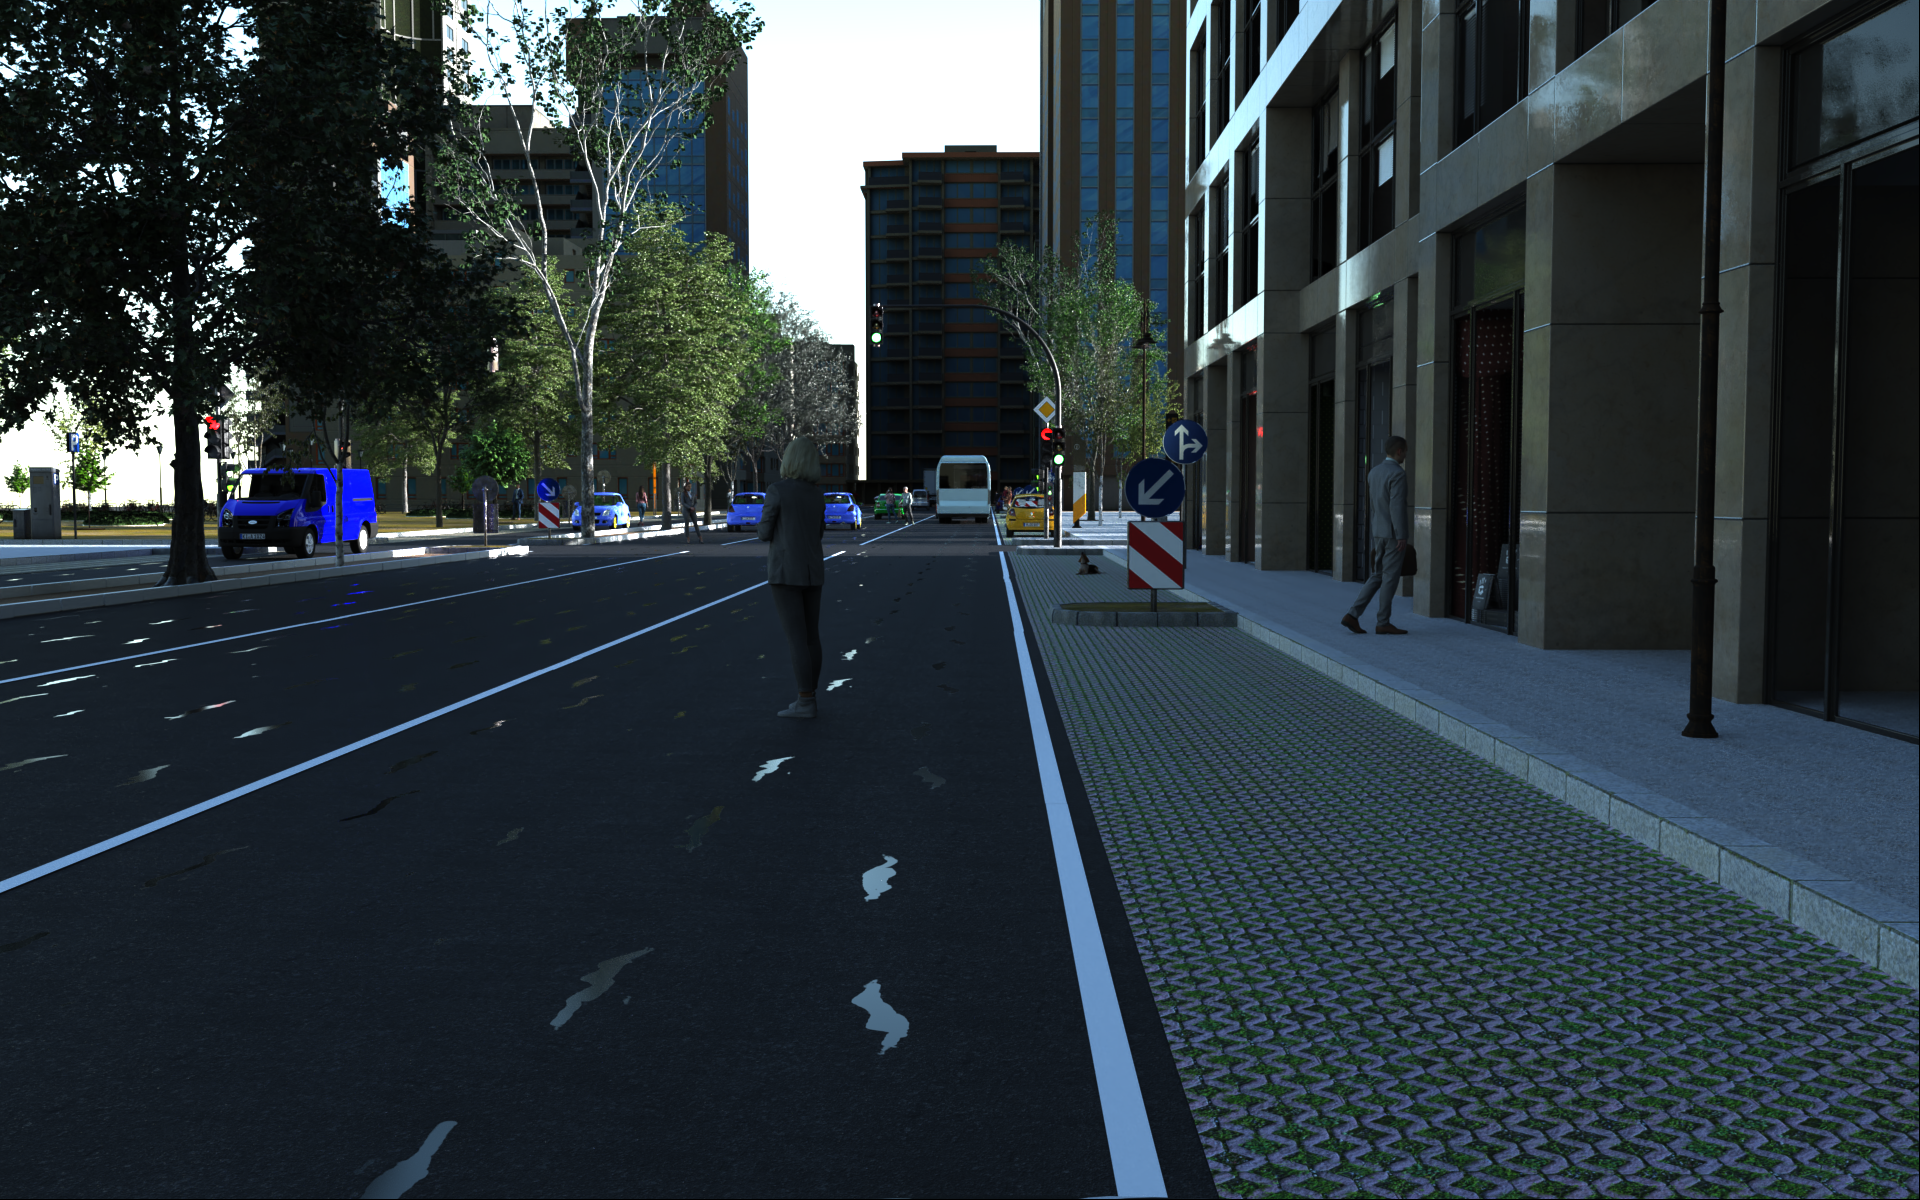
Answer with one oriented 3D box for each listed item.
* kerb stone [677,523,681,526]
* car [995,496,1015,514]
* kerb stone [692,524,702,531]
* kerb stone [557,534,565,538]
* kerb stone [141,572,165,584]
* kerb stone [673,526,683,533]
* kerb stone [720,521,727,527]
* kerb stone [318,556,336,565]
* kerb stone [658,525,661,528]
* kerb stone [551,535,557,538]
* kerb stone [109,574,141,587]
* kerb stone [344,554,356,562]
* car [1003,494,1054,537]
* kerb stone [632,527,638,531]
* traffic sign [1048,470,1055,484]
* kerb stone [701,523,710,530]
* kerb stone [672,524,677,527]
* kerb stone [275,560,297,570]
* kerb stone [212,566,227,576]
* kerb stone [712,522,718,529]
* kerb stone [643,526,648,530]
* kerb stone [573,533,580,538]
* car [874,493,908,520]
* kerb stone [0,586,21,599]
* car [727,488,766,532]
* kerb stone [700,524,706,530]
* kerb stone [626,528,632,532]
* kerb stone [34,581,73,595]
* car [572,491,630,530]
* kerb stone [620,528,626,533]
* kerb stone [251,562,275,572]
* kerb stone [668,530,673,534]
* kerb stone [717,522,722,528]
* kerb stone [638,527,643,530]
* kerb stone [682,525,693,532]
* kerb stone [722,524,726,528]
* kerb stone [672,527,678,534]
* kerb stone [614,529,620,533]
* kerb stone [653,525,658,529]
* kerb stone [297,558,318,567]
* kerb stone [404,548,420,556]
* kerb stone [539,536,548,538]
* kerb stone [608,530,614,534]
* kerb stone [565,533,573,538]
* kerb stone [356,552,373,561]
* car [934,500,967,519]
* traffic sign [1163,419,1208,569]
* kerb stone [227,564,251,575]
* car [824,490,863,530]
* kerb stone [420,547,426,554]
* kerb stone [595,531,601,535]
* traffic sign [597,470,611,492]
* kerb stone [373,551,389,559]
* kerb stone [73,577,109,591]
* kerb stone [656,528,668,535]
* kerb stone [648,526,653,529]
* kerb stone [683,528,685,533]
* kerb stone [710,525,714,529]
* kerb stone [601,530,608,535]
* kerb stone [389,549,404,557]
[{"bbox_3d":[-12.270,-3.206,74.620,0.120,0.150,1.000,0,4,1],"label":"kerb stone"},{"bbox_3d":[3.527,-7.054,127.919,1.945,1.354,3.894,0,4,1],"label":"car"},{"bbox_3d":[-10.295,-2.763,67.411,0.120,0.150,1.000,0,4,1],"label":"kerb stone"},{"bbox_3d":[-12.610,-1.952,54.114,0.120,0.150,1.000,0,4,1],"label":"kerb stone"},{"bbox_3d":[-13.035,-0.350,27.914,0.120,0.150,1.000,0,4,1],"label":"kerb stone"},{"bbox_3d":[-10.355,-2.514,63.307,0.120,0.150,1.000,0,4,1],"label":"kerb stone"},{"bbox_3d":[-10.178,-3.204,74.586,0.120,0.150,1.000,0,4,1],"label":"kerb stone"},{"bbox_3d":[-12.917,-0.788,35.088,0.120,0.150,1.000,0,4,1],"label":"kerb stone"},{"bbox_3d":[-12.341,-2.955,70.507,0.120,0.150,1.000,0,4,1],"label":"kerb stone"},{"bbox_3d":[-12.627,-1.887,53.092,0.120,0.150,1.000,0,4,1],"label":"kerb stone"},{"bbox_3d":[-13.056,-0.285,26.892,0.120,0.150,1.000,0,4,1],"label":"kerb stone"},{"bbox_3d":[-12.902,-0.852,36.121,0.120,0.150,1.000,0,4,1],"label":"kerb stone"},{"bbox_3d":[2.425,-2.938,58.257,2.015,1.641,3.980,0,4,3],"label":"car"},{"bbox_3d":[-12.428,-2.639,65.381,0.120,0.150,1.000,0,4,1],"label":"kerb stone"},{"bbox_3d":[4.889,-5.634,92.225,0.768,2.556,0.104,0,4,6],"label":"traffic sign"},{"bbox_3d":[-10.262,-2.892,69.472,0.120,0.150,1.000,0,4,1],"label":"kerb stone"},{"bbox_3d":[-12.295,-3.144,73.597,0.120,0.150,1.000,0,4,1],"label":"kerb stone"},{"bbox_3d":[-12.951,-0.663,33.030,0.120,0.150,1.000,0,4,1],"label":"kerb stone"},{"bbox_3d":[-13.013,-0.475,29.958,0.120,0.150,1.000,0,4,1],"label":"kerb stone"},{"bbox_3d":[-10.228,-3.017,71.519,0.120,0.150,1.000,0,4,1],"label":"kerb stone"},{"bbox_3d":[-12.390,-2.765,67.437,0.120,0.150,1.000,0,4,1],"label":"kerb stone"},{"bbox_3d":[-12.582,-2.078,56.168,0.120,0.150,1.000,0,4,1],"label":"kerb stone"},{"bbox_3d":[-3.912,-5.498,98.691,1.959,1.807,4.718,0,4,0],"label":"car"},{"bbox_3d":[-13.103,-0.099,23.812,0.120,0.150,1.000,0,4,1],"label":"kerb stone"},{"bbox_3d":[-7.949,-3.487,66.601,1.945,1.707,3.694,0,4,-1],"label":"car"},{"bbox_3d":[-10.275,-2.829,68.442,0.120,0.150,1.000,0,4,1],"label":"kerb stone"},{"bbox_3d":[-12.443,-2.579,64.354,0.120,0.150,1.000,0,4,1],"label":"kerb stone"},{"bbox_3d":[-13.087,-0.162,24.843,0.120,0.150,1.000,0,4,1],"label":"kerb stone"},{"bbox_3d":[-14.439,-3.673,69.642,1.945,1.707,3.694,0,4,1],"label":"car"},{"bbox_3d":[-12.458,-2.512,63.327,0.120,0.150,1.000,0,4,1],"label":"kerb stone"},{"bbox_3d":[-12.975,-0.596,32.004,0.120,0.150,1.000,0,4,1],"label":"kerb stone"},{"bbox_3d":[-10.395,-2.388,61.247,0.120,0.150,1.000,0,4,1],"label":"kerb stone"},{"bbox_3d":[-10.208,-3.079,72.542,0.120,0.150,1.000,0,4,1],"label":"kerb stone"},{"bbox_3d":[-12.412,-2.704,66.411,0.120,0.150,1.000,0,4,1],"label":"kerb stone"},{"bbox_3d":[-10.330,-2.640,65.352,0.120,0.150,1.000,0,4,1],"label":"kerb stone"},{"bbox_3d":[-10.197,-3.136,73.564,0.120,0.150,1.000,0,4,1],"label":"kerb stone"},{"bbox_3d":[-10.378,-2.447,62.280,0.120,0.150,1.000,0,4,1],"label":"kerb stone"},{"bbox_3d":[-12.481,-2.453,62.304,0.120,0.150,1.000,0,4,1],"label":"kerb stone"},{"bbox_3d":[-12.356,-2.892,69.485,0.120,0.150,1.000,0,4,1],"label":"kerb stone"},{"bbox_3d":[-12.939,-0.726,34.058,0.120,0.150,1.000,0,4,1],"label":"kerb stone"},{"bbox_3d":[-12.833,-1.102,40.240,0.120,0.150,1.000,0,4,1],"label":"kerb stone"},{"bbox_3d":[-12.636,-1.827,52.065,0.120,0.150,1.000,0,4,1],"label":"kerb stone"},{"bbox_3d":[-12.491,-2.390,61.278,0.120,0.150,1.000,0,4,1],"label":"kerb stone"},{"bbox_3d":[-12.591,-2.010,55.136,0.120,0.150,1.000,0,4,1],"label":"kerb stone"},{"bbox_3d":[-12.887,-0.915,37.156,0.120,0.150,1.000,0,4,1],"label":"kerb stone"},{"bbox_3d":[-0.472,-5.730,102.731,2.155,1.783,4.494,0,4,2],"label":"car"},{"bbox_3d":[3.849,-1.808,29.667,0.768,2.556,0.104,0,4,4],"label":"traffic sign"},{"bbox_3d":[-12.995,-0.532,30.980,0.120,0.150,1.000,0,4,1],"label":"kerb stone"},{"bbox_3d":[-4.925,-3.696,70.028,1.945,1.707,3.694,0,4,1],"label":"car"},{"bbox_3d":[-12.820,-1.166,41.262,0.120,0.150,1.000,0,4,1],"label":"kerb stone"},{"bbox_3d":[-12.529,-2.265,59.234,0.120,0.150,1.000,0,4,1],"label":"kerb stone"},{"bbox_3d":[-18.830,-5.592,91.535,0.768,2.556,0.104,0,4,7],"label":"traffic sign"},{"bbox_3d":[-12.873,-0.978,38.189,0.120,0.150,1.000,0,4,1],"label":"kerb stone"},{"bbox_3d":[-13.072,-0.225,25.870,0.120,0.150,1.000,0,4,1],"label":"kerb stone"},{"bbox_3d":[-10.406,-2.319,60.225,0.120,0.150,1.000,0,4,1],"label":"kerb stone"},{"bbox_3d":[-12.377,-2.830,68.459,0.120,0.150,1.000,0,4,1],"label":"kerb stone"},{"bbox_3d":[-10.345,-2.577,64.330,0.120,0.150,1.000,0,4,1],"label":"kerb stone"},{"bbox_3d":[-10.244,-2.954,70.494,0.120,0.150,1.000,0,4,1],"label":"kerb stone"},{"bbox_3d":[-12.505,-2.328,60.256,0.120,0.150,1.000,0,4,1],"label":"kerb stone"},{"bbox_3d":[-12.864,-1.041,39.211,0.120,0.150,1.000,0,4,1],"label":"kerb stone"}]
